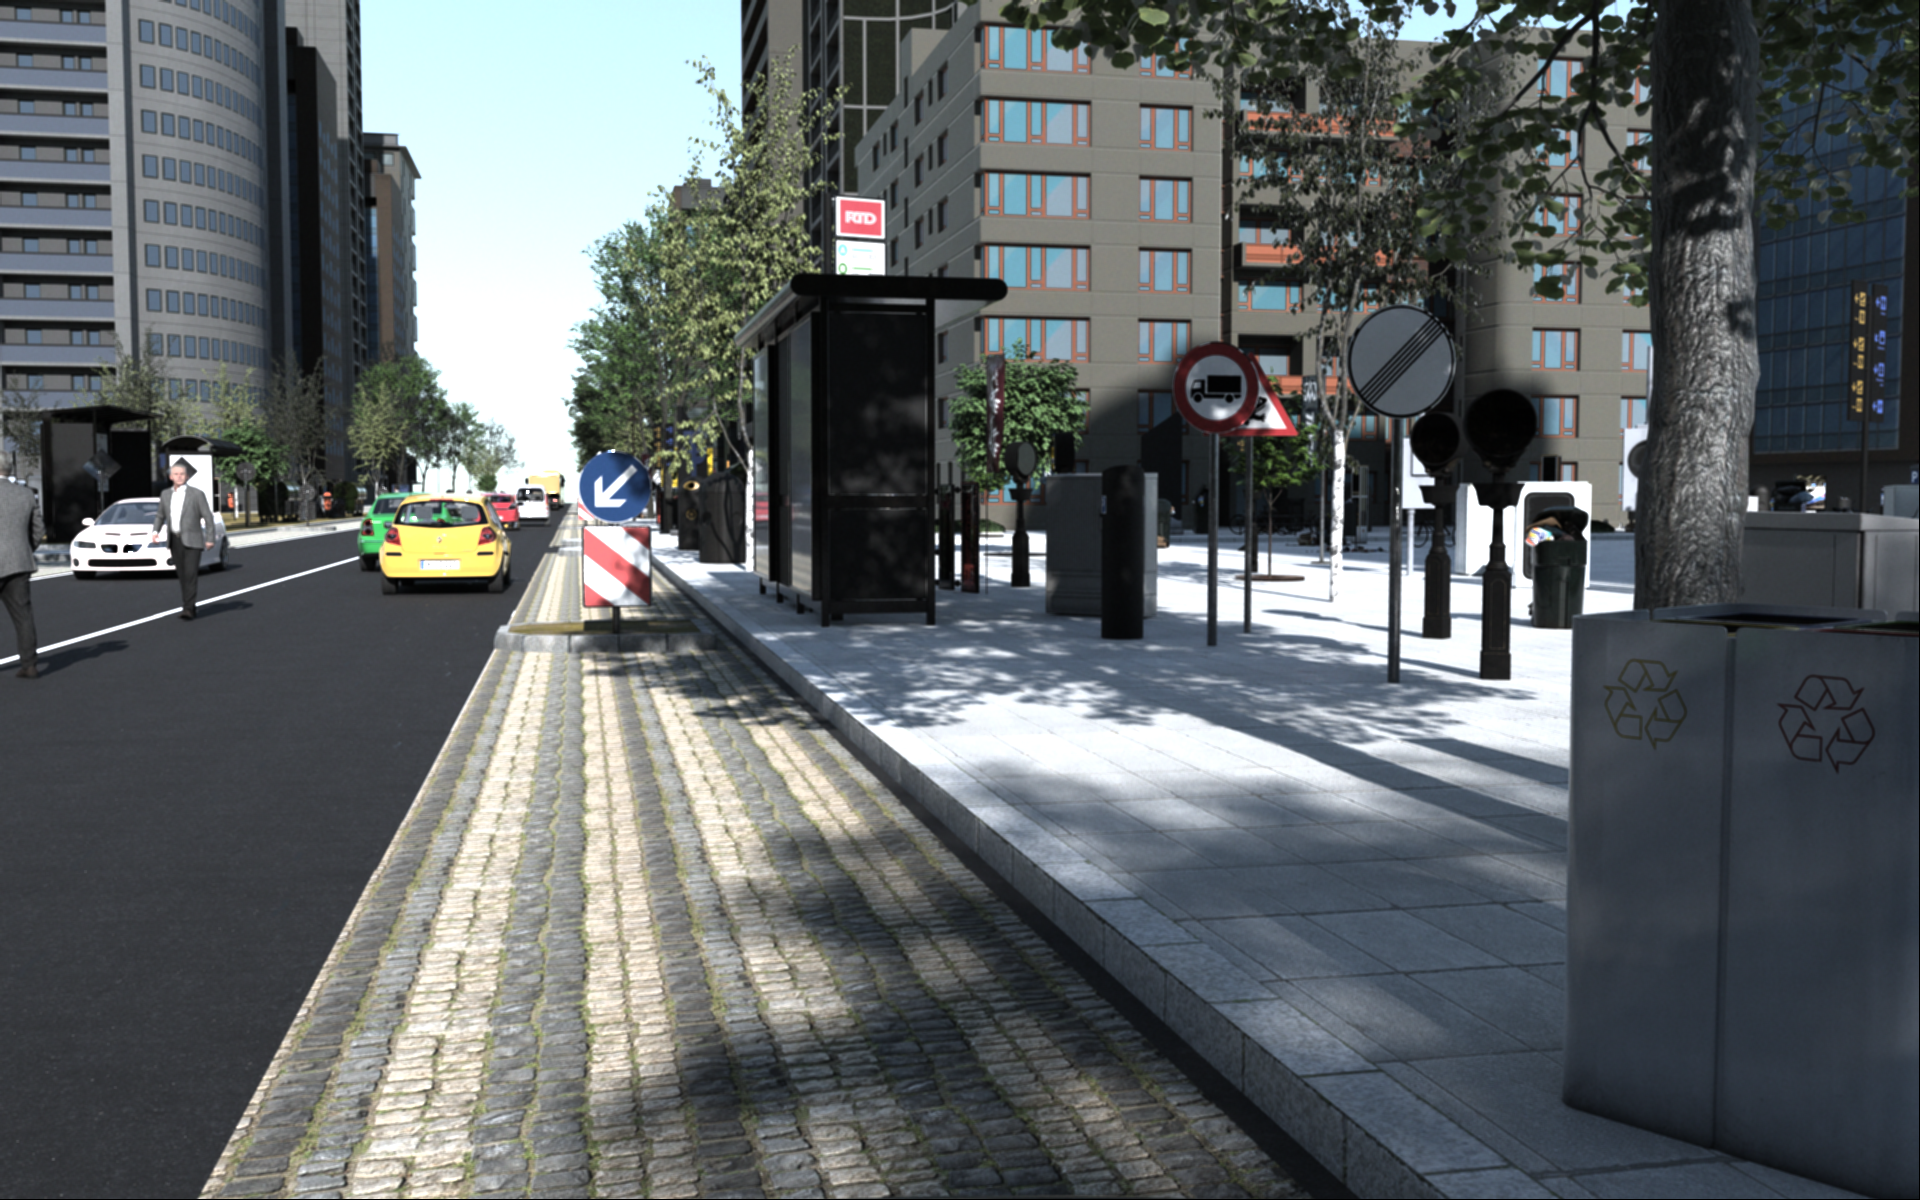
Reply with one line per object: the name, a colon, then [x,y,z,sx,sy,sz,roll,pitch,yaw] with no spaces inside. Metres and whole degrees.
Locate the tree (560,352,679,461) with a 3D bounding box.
tree: [-26.232,-13.975,135.148,9.857,13.997,8.962,0,3,0]

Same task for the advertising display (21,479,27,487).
advertising display: [-41.243,-4.304,75.588,0.974,1.923,0.123,-3,5,-40]

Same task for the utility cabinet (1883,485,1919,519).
utility cabinet: [22.934,-2.049,42.186,1.173,1.500,0.318,-2,4,-32]

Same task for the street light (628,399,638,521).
street light: [-15.671,-6.751,83.168,0.468,5.910,1.993,-1,4,-12]

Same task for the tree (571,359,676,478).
tree: [-22.430,-11.077,115.523,7.601,10.594,8.767,0,4,-3]

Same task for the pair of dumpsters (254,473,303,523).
pair of dumpsters: [-31.301,-4.714,79.569,1.574,2.255,4.437,-1,4,-12]

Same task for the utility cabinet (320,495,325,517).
utility cabinet: [-34.414,-5.036,93.502,0.306,1.237,1.020,-1,4,-21]

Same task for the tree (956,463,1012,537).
tree: [0.854,-3.498,51.787,1.663,3.219,1.824,0,3,0]

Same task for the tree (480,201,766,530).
tree: [-10.415,-8.319,61.772,9.928,11.665,9.643,0,3,0]

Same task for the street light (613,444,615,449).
street light: [-24.269,-9.094,121.467,0.468,5.910,1.993,-1,4,-12]

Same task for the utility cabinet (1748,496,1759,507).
utility cabinet: [26.817,-2.926,59.004,1.020,1.237,0.306,-3,5,-40]

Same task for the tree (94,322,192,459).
tree: [-35.384,-7.603,74.666,4.360,8.622,3.978,0,3,0]

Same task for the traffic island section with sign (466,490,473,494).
traffic island section with sign: [-48.155,-9.883,170.216,1.989,1.847,2.006,-1,4,-12]

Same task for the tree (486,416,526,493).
tree: [-73.104,-21.972,269.607,12.009,13.543,11.850,0,3,0]

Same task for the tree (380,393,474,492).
tree: [-46.467,-13.155,149.492,8.767,10.594,7.601,-1,4,-23]

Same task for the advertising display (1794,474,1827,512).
advertising display: [27.724,-3.137,56.506,0.974,1.923,0.123,1,4,10]

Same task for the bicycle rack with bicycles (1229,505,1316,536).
bicycle rack with bicycles: [9.852,-2.520,54.582,2.925,0.926,2.852,2,4,29]

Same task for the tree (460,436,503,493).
tree: [-57.984,-15.648,206.208,4.737,8.622,4.395,0,3,0]

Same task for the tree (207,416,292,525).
tree: [-29.838,-5.423,72.384,4.285,4.588,4.351,0,3,0]

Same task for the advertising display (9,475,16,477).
advertising display: [-32.500,-3.284,58.903,0.123,1.923,0.974,1,4,18]

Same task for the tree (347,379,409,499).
tree: [-37.424,-9.823,110.966,4.737,8.622,4.395,0,3,0]

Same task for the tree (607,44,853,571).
tree: [-3.579,-4.798,28.815,4.737,8.622,4.395,0,3,0]

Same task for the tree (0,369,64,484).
tree: [-55.576,-9.355,103.321,4.360,8.622,3.978,0,3,0]

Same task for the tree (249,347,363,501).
tree: [-32.696,-8.303,86.118,4.360,8.622,3.978,0,3,0]

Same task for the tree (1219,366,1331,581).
tree: [4.520,-1.905,25.745,1.663,3.219,1.824,0,3,0]

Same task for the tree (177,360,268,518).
tree: [-39.429,-8.792,94.106,4.737,8.622,4.395,0,3,0]

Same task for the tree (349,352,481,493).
tree: [-40.691,-12.259,126.187,9.928,11.665,9.643,0,3,0]

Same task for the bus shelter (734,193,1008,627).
bus shelter: [-1.488,-2.645,20.871,2.179,5.291,8.768,-1,4,-13]

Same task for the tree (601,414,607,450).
tree: [-20.616,-9.648,108.107,4.737,8.622,4.395,0,3,0]

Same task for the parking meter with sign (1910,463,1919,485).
parking meter with sign: [24.153,-2.876,43.284,1.738,3.016,0.543,0,4,-2]

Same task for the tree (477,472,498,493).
tree: [-69.605,-16.601,255.136,4.285,4.588,4.351,0,3,0]

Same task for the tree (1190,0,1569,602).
tree: [4.702,-4.282,20.367,4.360,8.622,3.978,0,3,0]

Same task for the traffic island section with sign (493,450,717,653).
traffic island section with sign: [-3.406,-0.483,16.518,1.989,1.847,2.006,-1,4,-12]

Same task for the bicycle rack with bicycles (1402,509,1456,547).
bicycle rack with bicycles: [11.956,-1.719,41.490,2.925,0.926,2.852,-3,4,-36]

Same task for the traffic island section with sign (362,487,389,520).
traffic island section with sign: [-31.305,-5.221,93.986,1.989,1.847,2.006,-1,4,-12]

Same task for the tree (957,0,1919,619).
tree: [2.154,-5.317,5.064,7.486,12.596,7.792,0,3,0]

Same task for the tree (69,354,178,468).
tree: [-43.985,-8.566,90.417,4.737,8.622,4.395,0,3,0]

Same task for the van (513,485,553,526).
van: [-19.312,-4.336,77.903,2.013,2.044,4.112,-1,4,-14]

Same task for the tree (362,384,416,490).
tree: [-38.780,-10.151,116.326,4.360,8.622,3.978,0,3,0]

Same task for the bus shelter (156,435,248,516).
bus shelter: [-27.088,-4.173,62.146,2.014,3.302,5.546,-1,4,-12]

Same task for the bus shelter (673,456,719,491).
bus shelter: [-12.374,-5.273,80.144,2.014,3.302,5.546,-1,4,-12]

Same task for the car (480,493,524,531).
car: [-18.570,-3.687,69.323,2.155,1.783,4.494,-1,4,-14]

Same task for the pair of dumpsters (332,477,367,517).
pair of dumpsters: [-34.867,-5.889,98.778,1.574,2.255,4.437,-1,4,-12]

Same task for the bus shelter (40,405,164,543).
bus shelter: [-23.878,-3.497,48.464,1.731,3.624,6.357,-1,4,-12]

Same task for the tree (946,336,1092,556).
tree: [1.177,-3.207,36.141,4.285,4.588,4.351,0,3,0]

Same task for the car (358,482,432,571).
car: [-10.558,-1.523,33.698,1.959,1.807,4.718,-1,4,-12]

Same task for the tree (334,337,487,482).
tree: [-44.111,-13.808,136.129,12.009,13.543,11.850,0,3,0]

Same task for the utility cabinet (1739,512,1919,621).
utility cabinet: [3.034,0.294,6.361,0.306,1.237,1.020,-1,4,-15]

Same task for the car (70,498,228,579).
car: [-14.348,-1.131,30.858,2.083,1.381,4.827,-1,4,-12]

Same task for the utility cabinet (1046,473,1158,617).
utility cabinet: [1.472,-0.579,18.140,1.173,1.500,0.318,2,4,34]

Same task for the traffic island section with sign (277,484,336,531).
traffic island section with sign: [-25.494,-3.611,67.662,1.989,1.847,2.006,-1,4,-12]

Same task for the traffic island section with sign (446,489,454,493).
traffic island section with sign: [-42.338,-8.273,143.893,1.989,1.847,2.006,-1,4,-12]

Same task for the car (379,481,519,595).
car: [-7.731,-0.979,26.228,2.015,1.641,3.980,-1,4,-12]

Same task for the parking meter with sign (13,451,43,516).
parking meter with sign: [-37.628,-4.555,70.735,1.738,3.016,0.543,-2,4,-24]
